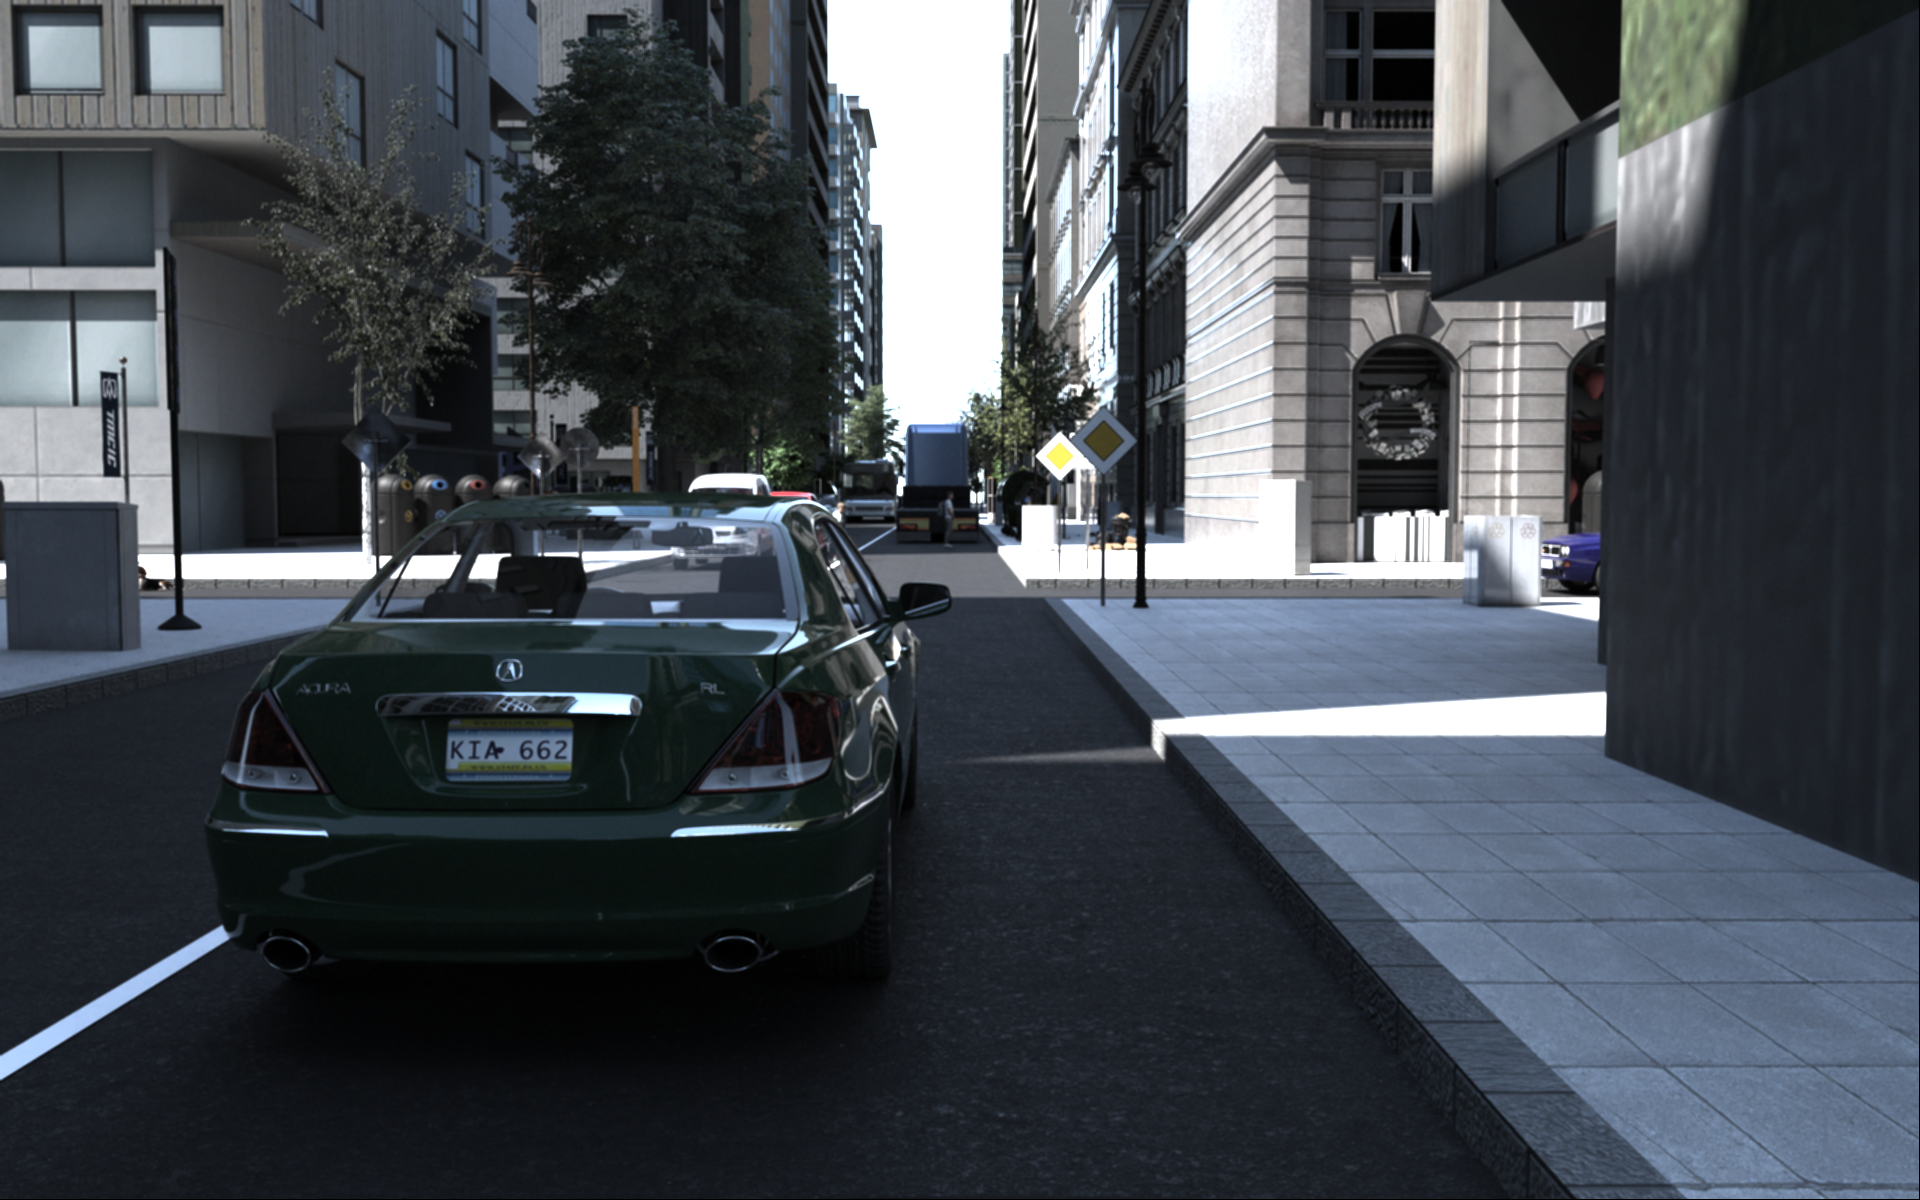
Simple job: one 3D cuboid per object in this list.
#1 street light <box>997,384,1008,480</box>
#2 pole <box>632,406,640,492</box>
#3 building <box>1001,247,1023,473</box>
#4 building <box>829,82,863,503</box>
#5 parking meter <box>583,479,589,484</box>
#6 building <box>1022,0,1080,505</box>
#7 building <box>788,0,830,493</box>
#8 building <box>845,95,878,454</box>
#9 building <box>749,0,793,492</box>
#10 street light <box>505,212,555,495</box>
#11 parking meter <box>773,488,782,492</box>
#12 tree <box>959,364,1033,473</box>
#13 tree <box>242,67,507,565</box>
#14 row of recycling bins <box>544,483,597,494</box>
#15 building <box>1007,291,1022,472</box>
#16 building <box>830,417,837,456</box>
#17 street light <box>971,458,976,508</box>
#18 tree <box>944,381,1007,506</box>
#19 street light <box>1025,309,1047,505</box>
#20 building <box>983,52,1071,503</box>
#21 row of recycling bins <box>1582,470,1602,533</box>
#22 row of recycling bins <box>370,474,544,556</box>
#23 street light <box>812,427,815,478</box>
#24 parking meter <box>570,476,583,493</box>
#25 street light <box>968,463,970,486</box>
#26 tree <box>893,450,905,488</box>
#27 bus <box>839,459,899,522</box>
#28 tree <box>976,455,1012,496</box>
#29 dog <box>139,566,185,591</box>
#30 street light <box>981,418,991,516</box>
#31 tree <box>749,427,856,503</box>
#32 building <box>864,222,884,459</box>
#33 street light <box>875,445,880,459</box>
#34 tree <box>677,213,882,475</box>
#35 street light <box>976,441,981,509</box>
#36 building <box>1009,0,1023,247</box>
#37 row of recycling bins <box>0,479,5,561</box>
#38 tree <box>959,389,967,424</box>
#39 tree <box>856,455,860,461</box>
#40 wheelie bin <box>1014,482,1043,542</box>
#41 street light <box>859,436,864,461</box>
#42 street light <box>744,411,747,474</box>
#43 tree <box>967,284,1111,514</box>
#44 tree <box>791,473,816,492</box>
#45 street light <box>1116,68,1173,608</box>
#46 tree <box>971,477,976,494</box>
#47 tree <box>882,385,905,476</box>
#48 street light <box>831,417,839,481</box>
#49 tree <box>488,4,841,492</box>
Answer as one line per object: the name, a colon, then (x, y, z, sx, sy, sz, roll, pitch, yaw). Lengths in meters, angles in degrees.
street light: (1.805, -6.119, 72.836, 0.468, 5.910, 1.993, 0, 4, 0)
pole: (-7.544, -2.843, 40.330, 0.158, 3.312, 0.155, 0, 3, 0)
building: (11.832, -26.397, 203.285, 14.160, 30.474, 14.107, 0, 4, 0)
building: (-23.034, -35.754, 204.183, 23.786, 49.044, 30.456, 0, 4, 0)
parking meter: (-14.514, -3.733, 66.749, 0.399, 1.863, 0.255, -1, 4, -16)
building: (15.247, -30.059, 115.171, 21.300, 48.544, 21.600, 0, 4, 0)
building: (-21.082, -30.856, 128.204, 21.300, 48.544, 21.600, 0, 4, 0)
building: (-25.789, -39.380, 233.103, 28.713, 52.752, 27.495, 0, 4, 0)
building: (-18.278, -28.134, 110.106, 14.600, 45.320, 14.200, 0, 4, 0)
street light: (-7.106, -3.424, 28.771, 0.468, 5.910, 1.993, 0, 4, 0)
parking meter: (-7.772, -3.999, 73.797, 0.372, 1.533, 0.369, 0, 3, 0)
tree: (2.065, -9.062, 98.524, 4.360, 8.622, 3.978, 0, 3, 0)
tree: (-10.422, -4.929, 30.958, 4.360, 8.622, 3.978, 0, 3, 0)
row of recycling bins: (-15.187, -3.472, 63.876, 3.534, 1.692, 1.069, -1, 4, -18)
building: (18.679, -19.373, 161.788, 27.650, 21.520, 28.899, 0, 4, 0)
building: (-21.885, -51.420, 153.384, 22.319, 86.520, 31.000, 0, 4, 0)
street light: (1.373, -10.827, 149.807, 0.468, 5.910, 1.993, 0, 4, 0)
tree: (1.721, -16.940, 187.344, 12.009, 13.543, 11.850, 0, 3, 0)
street light: (1.898, -4.325, 43.495, 0.468, 5.910, 1.993, 0, 4, 0)
building: (14.764, -57.046, 245.376, 22.319, 86.520, 31.000, 0, 4, 0)
row of recycling bins: (12.216, -1.328, 28.820, 3.534, 1.692, 1.069, 1, 4, 22)
row of recycling bins: (-10.776, -1.817, 36.822, 3.534, 1.692, 1.069, -3, 5, -39)
street light: (-7.442, -7.084, 88.610, 0.468, 5.910, 1.993, 0, 4, 0)
parking meter: (-12.742, -3.158, 57.345, 0.255, 1.863, 0.399, 0, 4, -1)
street light: (1.272, -12.619, 179.100, 0.468, 5.910, 1.993, 0, 4, 0)
tree: (-8.251, -18.791, 257.598, 4.737, 8.622, 4.395, 0, 3, 0)
bus: (-4.607, -5.854, 90.573, 2.948, 3.499, 13.247, 0, 4, -2)
tree: (1.950, -5.488, 84.333, 1.663, 3.219, 1.824, 0, 3, 0)
dog: (-11.958, -0.336, 25.691, 0.748, 0.427, 0.550, 0, 4, -4)
street light: (1.661, -7.911, 102.128, 0.468, 5.910, 1.993, 0, 4, 0)
tree: (-7.875, -5.775, 78.129, 4.285, 4.588, 4.351, 0, 3, 0)
building: (-18.462, -34.918, 254.504, 14.154, 41.232, 14.086, 0, 4, 0)
street light: (-7.804, -11.687, 163.876, 0.468, 5.910, 1.993, 0, 4, 0)
tree: (-7.727, -9.271, 69.711, 7.486, 12.596, 7.792, 0, 3, 0)
street light: (1.530, -9.035, 120.514, 0.468, 5.910, 1.993, 0, 4, 0)
building: (14.525, -47.819, 220.085, 20.563, 71.187, 20.611, 0, 4, 0)
row of recycling bins: (-18.749, -1.512, 31.831, 1.069, 1.692, 3.534, 0, 4, 1)
tree: (2.391, -7.870, 79.035, 4.737, 8.622, 4.395, 0, 3, 0)
tree: (-8.031, -8.159, 117.107, 4.285, 4.588, 4.351, 0, 3, 0)
wheelie bin: (1.859, -2.380, 46.826, 0.693, 1.594, 0.980, -1, 4, -15)
street light: (-7.656, -9.866, 134.097, 0.468, 5.910, 1.993, 0, 4, 0)
street light: (-7.272, -5.252, 58.660, 0.468, 5.910, 1.993, 0, 4, 0)
tree: (3.172, -6.807, 61.654, 4.737, 8.622, 4.395, 0, 3, 0)
tree: (-7.853, -5.596, 86.098, 1.663, 3.219, 1.824, 0, 3, 0)
street light: (2.043, -2.851, 19.400, 0.468, 5.910, 1.993, 0, 4, 0)
tree: (1.307, -9.194, 144.928, 1.663, 3.219, 1.824, 0, 3, 0)
tree: (-8.776, -15.916, 178.355, 7.486, 12.596, 7.792, 0, 3, 0)
street light: (-7.560, -8.055, 104.487, 0.468, 5.910, 1.993, 0, 4, 0)
tree: (-7.754, -8.519, 45.935, 9.857, 13.997, 8.962, 0, 3, 0)
